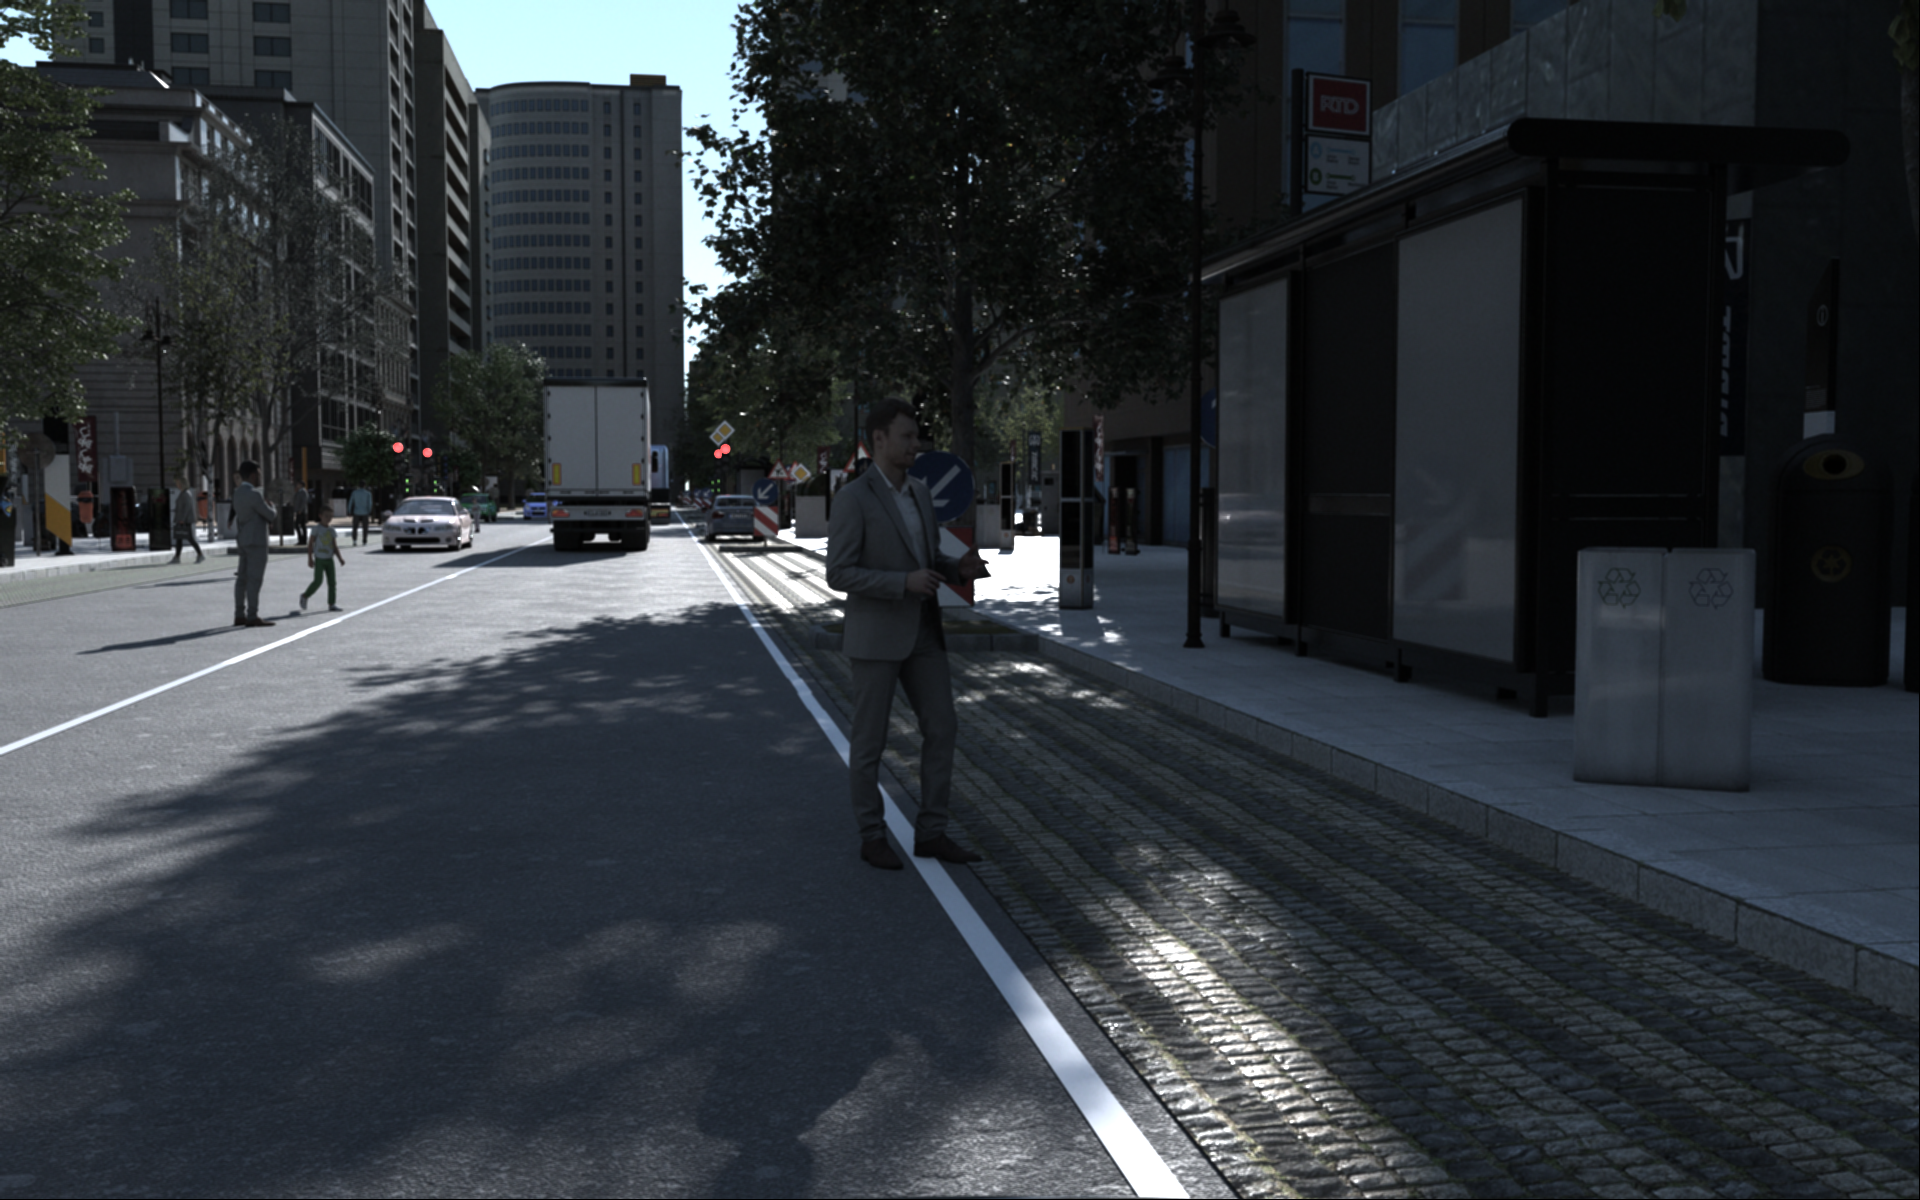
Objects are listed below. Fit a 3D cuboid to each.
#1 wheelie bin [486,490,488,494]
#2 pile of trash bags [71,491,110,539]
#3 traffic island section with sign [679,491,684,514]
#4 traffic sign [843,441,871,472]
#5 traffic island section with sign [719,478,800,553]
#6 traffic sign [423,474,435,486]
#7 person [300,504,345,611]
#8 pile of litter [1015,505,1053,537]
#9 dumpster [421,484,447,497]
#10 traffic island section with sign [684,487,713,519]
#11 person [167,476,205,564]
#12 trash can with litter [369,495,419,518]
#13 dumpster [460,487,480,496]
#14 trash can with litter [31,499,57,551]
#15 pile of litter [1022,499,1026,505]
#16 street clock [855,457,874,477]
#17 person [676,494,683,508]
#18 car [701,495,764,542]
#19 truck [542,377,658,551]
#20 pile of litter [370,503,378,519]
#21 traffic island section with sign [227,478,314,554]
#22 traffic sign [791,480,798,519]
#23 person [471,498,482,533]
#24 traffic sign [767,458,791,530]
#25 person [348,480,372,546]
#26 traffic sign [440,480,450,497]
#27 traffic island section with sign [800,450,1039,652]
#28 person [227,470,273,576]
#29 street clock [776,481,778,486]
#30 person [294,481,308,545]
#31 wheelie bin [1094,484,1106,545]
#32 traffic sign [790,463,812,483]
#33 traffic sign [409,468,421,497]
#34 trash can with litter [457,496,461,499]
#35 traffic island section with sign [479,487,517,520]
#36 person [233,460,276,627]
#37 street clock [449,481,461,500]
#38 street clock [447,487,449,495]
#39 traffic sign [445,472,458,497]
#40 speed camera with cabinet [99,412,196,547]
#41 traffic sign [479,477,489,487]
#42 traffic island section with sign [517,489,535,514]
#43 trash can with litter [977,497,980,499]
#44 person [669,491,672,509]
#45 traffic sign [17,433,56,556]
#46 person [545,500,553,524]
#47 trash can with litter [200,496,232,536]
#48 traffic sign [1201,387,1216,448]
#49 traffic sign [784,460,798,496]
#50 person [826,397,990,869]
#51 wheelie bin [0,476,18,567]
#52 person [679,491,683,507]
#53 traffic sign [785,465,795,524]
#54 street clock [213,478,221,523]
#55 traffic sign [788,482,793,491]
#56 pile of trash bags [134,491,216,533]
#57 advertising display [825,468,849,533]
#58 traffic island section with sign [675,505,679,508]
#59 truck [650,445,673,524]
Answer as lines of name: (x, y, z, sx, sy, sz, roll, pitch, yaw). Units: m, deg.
wheelie bin: (-34.767, -7.362, 128.281, 0.980, 1.594, 0.693, 0, 4, 7)
pile of trash bags: (-25.697, -2.533, 51.161, 1.912, 1.369, 3.447, -2, 4, -24)
traffic island section with sign: (-19.150, -7.157, 125.643, 1.989, 1.847, 2.006, -1, 4, -10)
traffic sign: (-2.419, -2.585, 42.270, 0.884, 2.594, 0.081, 0, 4, -4)
traffic island section with sign: (-4.986, -2.106, 43.067, 1.989, 1.847, 2.006, -1, 4, -10)
traffic sign: (-26.943, -5.246, 87.897, 0.606, 2.300, 0.079, 0, 4, 0)
person: (-7.843, -0.521, 21.271, 0.590, 1.304, 0.306, 1, 4, 19)
pile of litter: (2.016, -2.367, 52.670, 1.719, 0.858, 1.176, 3, 5, 45)
dumpster: (-30.483, -5.783, 100.312, 1.264, 1.857, 1.865, -1, 4, -10)
traffic island section with sign: (-14.583, -5.529, 99.019, 1.989, 1.847, 2.006, -1, 4, -10)
person: (-15.869, -1.640, 35.496, 0.728, 1.800, 0.709, -2, 4, -32)
trash can with litter: (-30.697, -5.027, 93.244, 2.233, 1.210, 1.678, 1, 4, 8)
dumpster: (-34.672, -7.135, 122.410, 1.264, 1.857, 1.865, -1, 4, -10)
trash can with litter: (-20.767, -1.712, 39.375, 0.624, 1.170, 1.055, -1, 4, -23)
pile of litter: (5.276, -8.113, 146.606, 1.176, 0.858, 1.719, -1, 4, -17)
street clock: (-1.838, -1.823, 34.381, 0.471, 2.002, 0.358, 0, 4, 4)
person: (-28.534, -10.058, 176.139, 0.628, 1.438, 0.799, 2, 4, 30)
car: (-6.924, -2.521, 53.226, 2.014, 1.417, 4.499, -1, 4, -10)
truck: (-9.689, -3.565, 47.202, 2.839, 4.237, 11.283, -1, 4, -10)
pile of litter: (-29.617, -4.582, 88.880, 1.176, 0.858, 1.719, -2, 4, -30)
traffic island section with sign: (-16.551, -2.046, 42.088, 1.989, 1.847, 2.006, -1, 4, -10)
traffic sign: (-8.684, -5.354, 89.661, 0.606, 2.300, 0.079, 0, 3, 0)
person: (-17.970, -3.155, 64.360, 0.425, 1.301, 0.394, 0, 4, -2)
traffic sign: (-6.498, -3.801, 62.147, 0.884, 2.594, 0.081, -1, 4, -8)
person: (-16.584, -2.406, 47.855, 0.660, 1.820, 0.620, -1, 4, -12)
traffic sign: (-30.484, -6.149, 102.671, 0.606, 2.300, 0.079, -1, 4, -8)
traffic island section with sign: (-0.420, -0.479, 16.463, 1.989, 1.847, 2.006, -1, 4, -10)
person: (-12.325, -1.317, 29.812, 0.659, 1.850, 0.755, 1, 4, 19)
street clock: (-9.138, -5.136, 88.544, 0.471, 2.002, 0.358, -1, 4, -21)
person: (-18.399, -2.423, 48.295, 0.473, 1.802, 0.592, 0, 4, -5)
wheelie bin: (3.324, -2.193, 43.771, 0.693, 1.594, 0.980, 1, 4, 9)
traffic sign: (-5.866, -3.832, 63.842, 0.795, 2.450, 0.064, 0, 4, -6)
traffic sign: (-27.005, -5.230, 85.615, 0.768, 2.556, 0.104, 0, 4, -4)
trash can with litter: (-32.502, -6.216, 113.024, 0.624, 1.170, 1.055, -1, 4, -21)
traffic island section with sign: (-25.782, -5.337, 95.885, 1.989, 1.847, 2.006, -1, 4, -10)
person: (-7.657, -0.623, 18.871, 0.511, 1.800, 0.466, 2, 4, 29)
street clock: (-27.821, -5.577, 95.748, 0.358, 2.002, 0.471, 1, 4, 19)
street clock: (-39.870, -7.990, 135.214, 0.358, 2.002, 0.471, 0, 4, 5)
traffic sign: (-29.948, -6.229, 101.951, 0.768, 2.556, 0.104, 0, 4, -4)
speed camera with cabinet: (-19.845, -2.933, 42.298, 2.038, 3.252, 0.660, -2, 4, -34)
traffic sign: (-34.729, -7.721, 126.338, 0.768, 2.556, 0.104, -1, 4, -9)
traffic island section with sign: (-30.342, -6.962, 122.453, 1.989, 1.847, 2.006, -1, 4, -10)
trash can with litter: (0.648, -6.256, 113.337, 2.233, 1.210, 1.678, 0, 4, 6)
person: (-28.579, -9.861, 170.518, 0.721, 1.735, 1.217, -1, 4, -22)
traffic sign: (-19.139, -2.189, 35.901, 0.768, 2.556, 0.104, 0, 4, -5)
person: (-19.502, -4.510, 82.573, 0.599, 1.781, 0.374, 3, 5, 39)
trash can with litter: (-22.186, -2.587, 53.353, 2.233, 1.210, 1.678, -1, 4, -22)
traffic sign: (3.111, -1.232, 20.255, 0.768, 2.556, 0.104, 0, 4, 0)
traffic sign: (-6.353, -4.092, 66.909, 0.884, 2.594, 0.081, 0, 4, -1)
person: (-0.188, 0.126, 6.632, 0.583, 1.804, 0.606, 2, 4, 35)
wheelie bin: (-17.057, -1.379, 30.450, 0.980, 1.594, 0.693, 0, 4, 2)
person: (-28.713, -10.339, 178.093, 0.434, 1.755, 0.990, 0, 4, 5)
traffic sign: (-7.332, -4.574, 74.892, 0.768, 2.556, 0.104, 0, 4, -3)
street clock: (-33.438, -4.490, 77.975, 0.358, 2.002, 0.471, -1, 4, -21)
traffic sign: (-8.670, -5.336, 87.345, 0.768, 2.556, 0.104, 0, 4, -7)
pile of trash bags: (-26.847, -2.968, 58.274, 3.447, 1.369, 1.912, -3, 5, -39)
advertising display: (-3.030, -2.302, 42.844, 0.123, 1.923, 0.974, 2, 4, 25)
traffic island section with sign: (-27.433, -10.115, 174.004, 1.989, 1.847, 2.006, -1, 4, -10)
truck: (-16.240, -6.095, 89.418, 2.967, 4.110, 18.799, -1, 4, -10)
